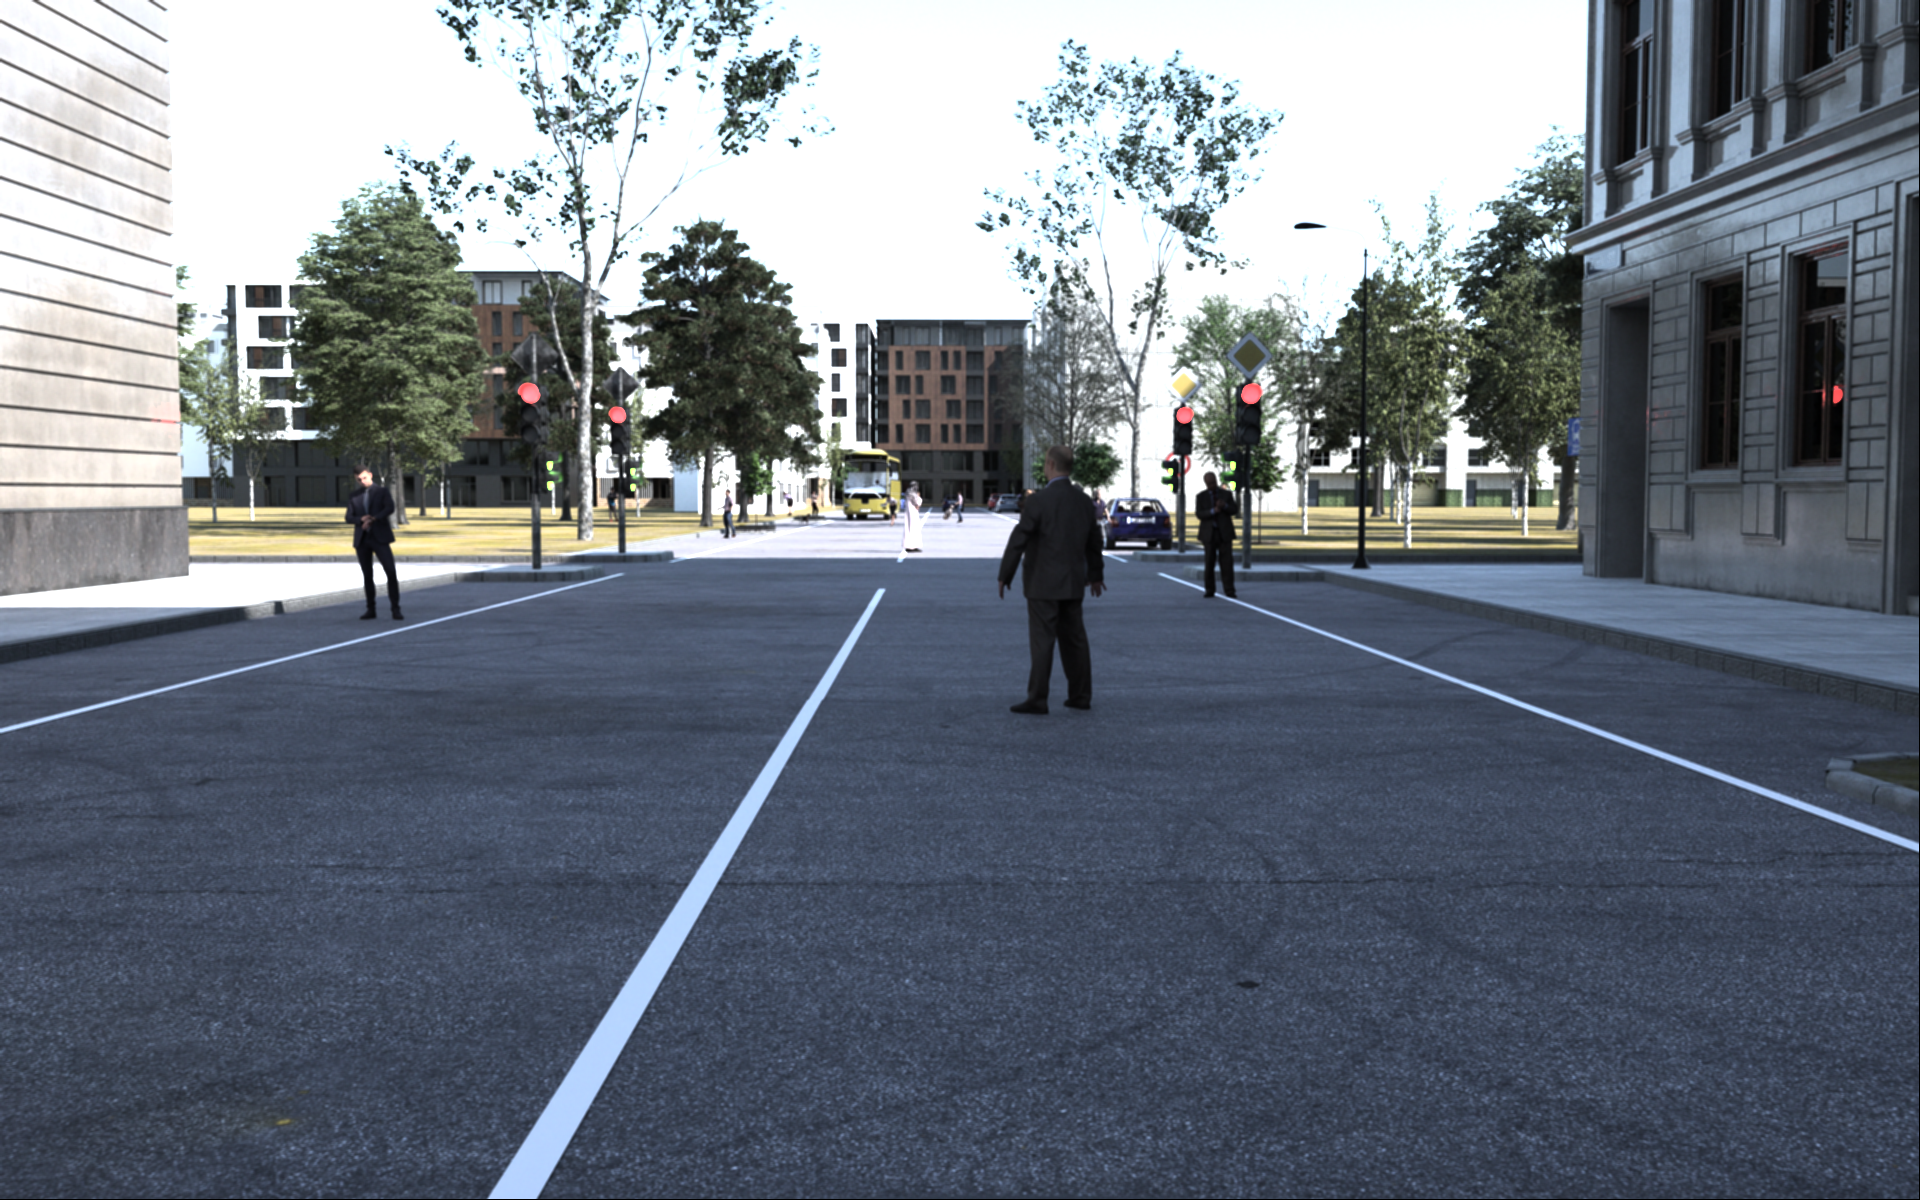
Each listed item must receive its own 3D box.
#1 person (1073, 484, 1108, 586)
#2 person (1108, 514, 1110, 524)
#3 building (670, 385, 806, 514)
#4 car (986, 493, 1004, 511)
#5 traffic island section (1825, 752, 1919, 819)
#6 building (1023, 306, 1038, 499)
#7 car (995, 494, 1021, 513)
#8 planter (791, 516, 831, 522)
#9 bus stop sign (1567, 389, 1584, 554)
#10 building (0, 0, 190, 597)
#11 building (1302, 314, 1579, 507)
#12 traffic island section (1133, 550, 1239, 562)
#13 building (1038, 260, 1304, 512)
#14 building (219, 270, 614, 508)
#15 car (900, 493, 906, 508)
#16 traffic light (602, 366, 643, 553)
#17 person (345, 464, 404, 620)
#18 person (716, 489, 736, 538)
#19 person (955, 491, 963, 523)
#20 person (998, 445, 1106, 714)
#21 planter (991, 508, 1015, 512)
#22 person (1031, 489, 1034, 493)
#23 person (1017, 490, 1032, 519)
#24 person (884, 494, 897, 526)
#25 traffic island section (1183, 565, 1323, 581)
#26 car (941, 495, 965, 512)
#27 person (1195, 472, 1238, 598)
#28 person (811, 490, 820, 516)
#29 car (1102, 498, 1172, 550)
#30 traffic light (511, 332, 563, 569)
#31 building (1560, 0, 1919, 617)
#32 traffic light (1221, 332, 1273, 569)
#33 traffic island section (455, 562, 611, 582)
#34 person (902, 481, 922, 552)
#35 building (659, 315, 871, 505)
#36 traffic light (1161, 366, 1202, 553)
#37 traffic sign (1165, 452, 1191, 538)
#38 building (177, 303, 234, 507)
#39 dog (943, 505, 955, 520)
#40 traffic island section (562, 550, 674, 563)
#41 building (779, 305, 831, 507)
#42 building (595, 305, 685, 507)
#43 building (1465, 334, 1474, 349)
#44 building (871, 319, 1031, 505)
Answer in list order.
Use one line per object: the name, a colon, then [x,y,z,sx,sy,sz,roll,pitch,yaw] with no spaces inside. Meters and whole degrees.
person: [1.433,-0.619,20.837,0.569,1.553,0.471,1,4,14]
person: [3.359,-1.909,41.928,0.569,1.553,0.471,0,4,6]
building: [-16.645,-11.316,127.159,9.099,9.664,28.070,0,4,-1]
car: [3.352,-8.697,151.243,2.155,1.783,4.494,0,3,0]
traffic island section: [5.211,0.906,8.056,1.991,0.108,1.994,0,4,-1]
building: [15.427,-18.660,171.554,16.747,18.905,31.486,0,4,-1]
car: [3.632,-7.274,130.933,2.014,1.417,4.499,0,4,-2]
planter: [-7.666,-4.180,89.487,1.991,0.319,1.994,0,4,-1]
bus stop sign: [13.634,-2.947,37.205,0.837,3.901,0.837,-1,4,-8]
building: [-24.054,-13.647,20.391,25.104,27.353,12.463,0,4,-1]
building: [49.569,-19.111,178.924,31.486,18.905,16.747,0,4,-1]
traffic island section: [4.867,-0.951,37.834,2.009,0.180,2.903,0,4,-1]
building: [15.779,-16.709,139.643,16.747,18.905,31.486,0,4,-1]
building: [-52.704,-20.079,172.269,32.646,21.610,27.936,0,4,-1]
car: [-4.739,-8.885,154.854,1.945,1.707,3.694,0,4,-1]
traffic light: [-7.333,-2.955,37.562,0.839,4.213,0.868,0,4,-1]
person: [-6.694,-0.661,19.749,0.683,1.767,0.568,0,4,-2]
person: [-7.510,-2.782,55.948,0.435,1.587,0.963,-3,5,-41]
person: [-0.060,-4.646,86.419,0.435,1.587,0.963,0,4,0]
person: [0.592,-0.147,11.450,0.990,1.755,0.434,-3,4,-39]
planter: [3.665,-7.248,139.641,1.991,0.319,1.994,0,4,-1]
person: [4.575,-6.110,109.066,0.551,1.740,0.621,2,4,25]
person: [1.813,-2.278,48.007,0.388,1.546,0.482,2,4,33]
person: [-3.149,-4.074,78.295,0.628,1.438,0.799,-1,4,-8]
traffic island section: [4.961,-0.463,29.850,2.009,0.180,2.903,0,4,-1]
car: [-0.556,-7.904,141.812,1.945,1.354,3.894,0,4,1]
person: [3.556,-0.903,23.945,0.565,1.739,0.600,-1,4,-17]
person: [-8.534,-5.658,102.475,0.566,1.644,0.517,1,4,21]
car: [4.519,-2.023,45.652,1.945,1.354,3.894,0,4,-2]
traffic light: [-7.239,-2.467,29.578,0.839,4.213,0.868,0,4,-1]
building: [14.908,-11.062,17.021,11.583,22.565,21.152,0,4,-1]
traffic light: [4.921,-2.477,29.736,0.839,4.213,0.868,0,4,-1]
traffic island section: [-7.279,-0.454,29.711,2.009,0.180,2.903,0,4,-1]
person: [-1.151,-2.044,42.585,0.621,1.740,0.551,-2,4,-25]
building: [-26.854,-22.493,211.729,32.646,21.610,27.936,0,4,-1]
traffic light: [4.827,-2.965,37.721,0.839,4.213,0.868,0,4,-1]
traffic sign: [6.403,-3.112,50.980,0.768,2.556,0.104,0,4,3]
building: [-75.489,-19.637,177.482,11.380,20.091,16.016,0,4,-1]
dog: [-0.715,-4.927,97.390,0.513,0.831,0.800,-2,4,-31]
traffic island section: [-7.373,-0.943,37.695,2.009,0.180,2.903,0,4,-1]
building: [-19.301,-19.765,179.582,11.380,20.091,16.016,0,4,-1]
building: [-30.773,-19.755,179.409,11.380,20.091,16.016,0,4,-1]
building: [56.856,-21.487,207.724,11.380,20.091,16.016,0,4,-1]
building: [6.283,-22.546,212.604,32.646,21.610,27.936,0,4,-1]
